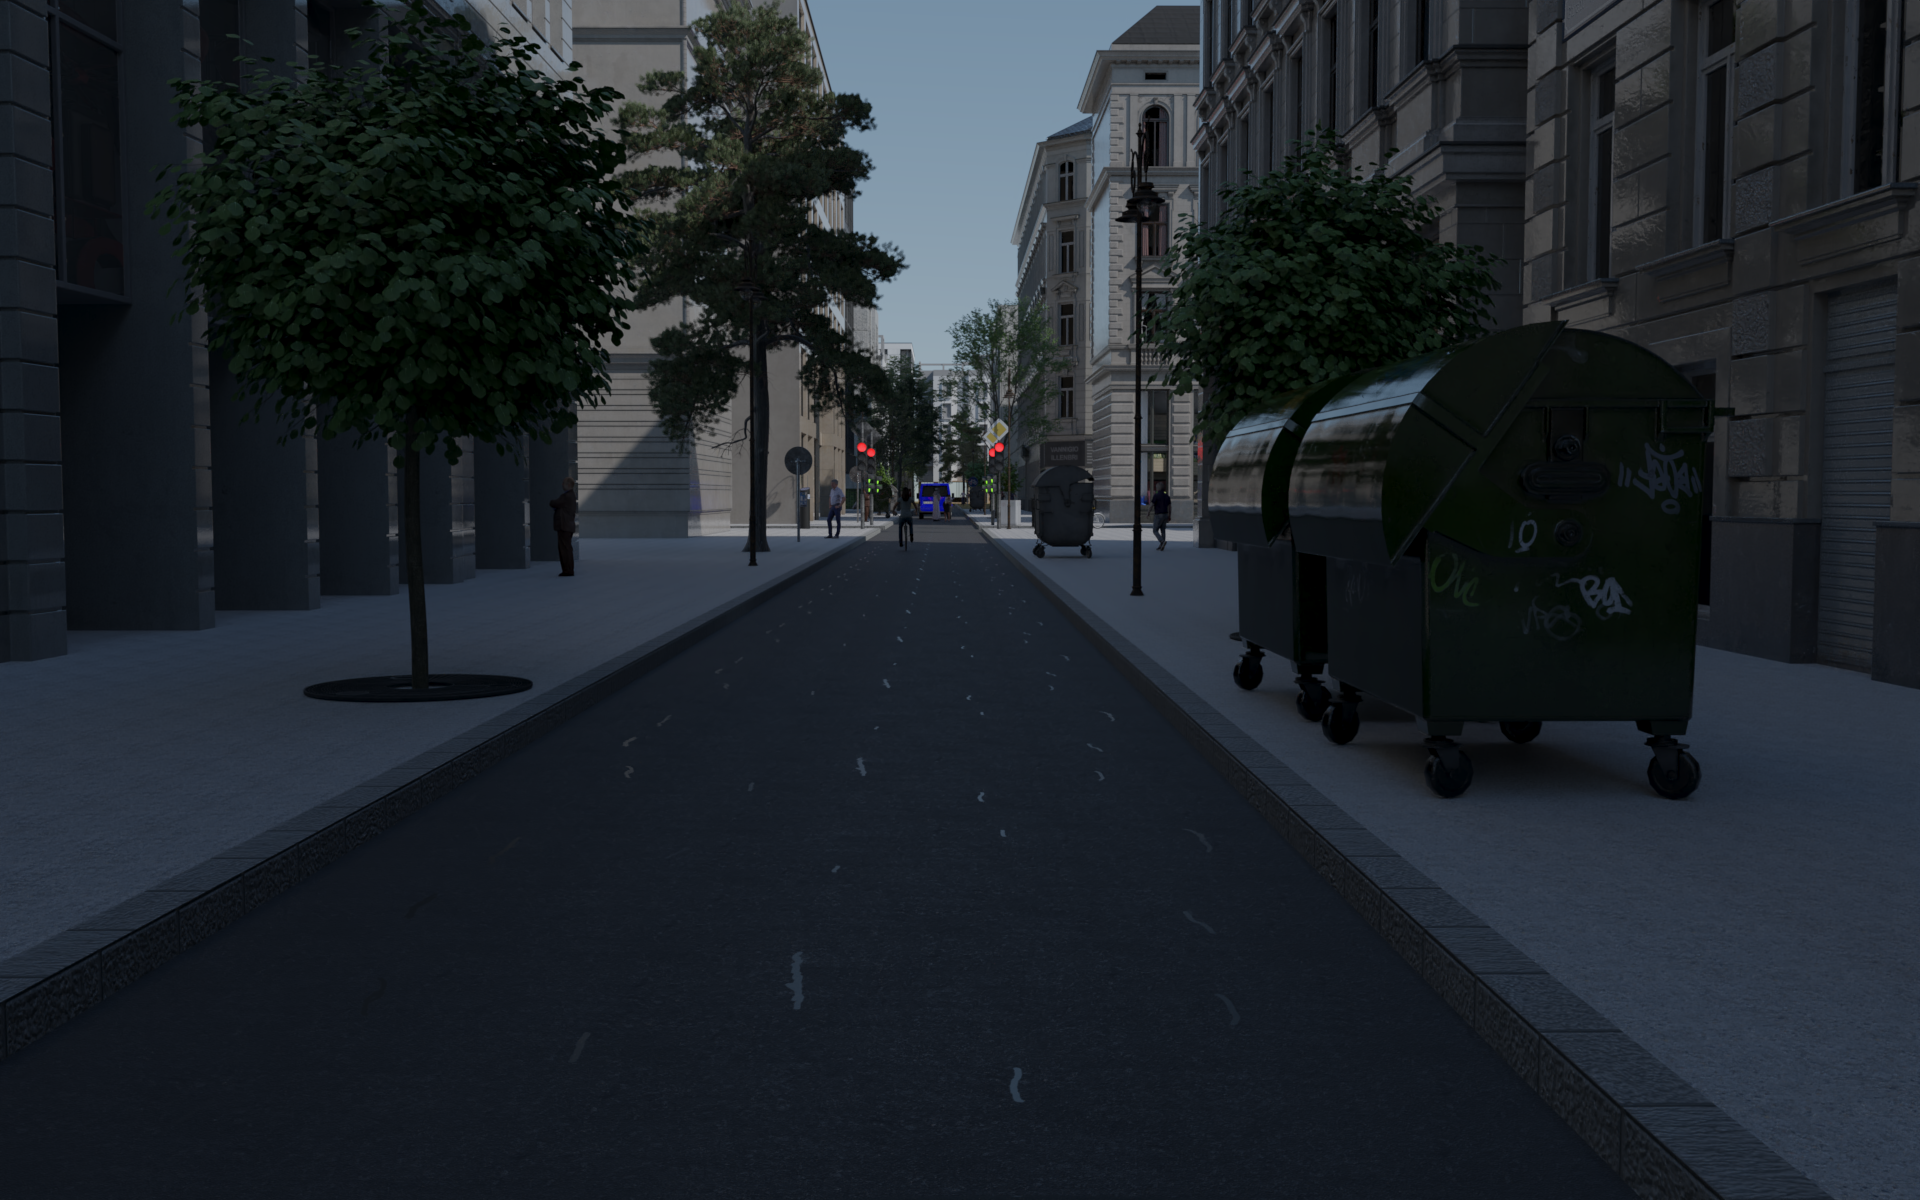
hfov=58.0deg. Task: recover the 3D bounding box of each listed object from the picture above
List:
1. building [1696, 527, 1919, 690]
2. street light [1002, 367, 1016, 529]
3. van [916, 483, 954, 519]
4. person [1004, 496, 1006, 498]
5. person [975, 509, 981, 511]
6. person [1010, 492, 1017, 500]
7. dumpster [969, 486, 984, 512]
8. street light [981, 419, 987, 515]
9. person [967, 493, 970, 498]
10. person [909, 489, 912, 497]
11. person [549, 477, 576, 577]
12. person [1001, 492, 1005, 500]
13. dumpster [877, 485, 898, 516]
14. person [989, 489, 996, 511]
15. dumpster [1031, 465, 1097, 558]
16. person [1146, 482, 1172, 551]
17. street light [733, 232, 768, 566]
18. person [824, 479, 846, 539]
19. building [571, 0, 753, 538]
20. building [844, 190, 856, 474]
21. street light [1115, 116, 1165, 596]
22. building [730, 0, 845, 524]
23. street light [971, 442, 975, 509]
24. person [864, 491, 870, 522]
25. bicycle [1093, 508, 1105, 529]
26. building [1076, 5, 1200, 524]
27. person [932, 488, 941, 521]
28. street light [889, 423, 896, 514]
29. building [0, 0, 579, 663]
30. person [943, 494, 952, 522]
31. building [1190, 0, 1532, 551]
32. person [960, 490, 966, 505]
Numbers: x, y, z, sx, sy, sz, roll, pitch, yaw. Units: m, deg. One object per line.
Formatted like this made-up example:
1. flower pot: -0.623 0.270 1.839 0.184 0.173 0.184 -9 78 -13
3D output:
1. building: 11.961 -12.807 6.662 12.463 27.353 25.104 0 4 -1
2. street light: 1.783 -5.517 62.984 0.468 5.910 1.993 0 4 -1
3. van: -1.434 -5.865 100.282 2.240 2.365 5.245 0 4 -1
4. person: 3.684 -9.011 153.370 0.705 1.824 1.348 2 4 25
5. person: 1.401 -7.434 130.123 0.613 1.512 0.480 2 4 25
6. person: 4.587 -8.672 148.284 0.568 1.767 0.683 2 4 30
7. dumpster: 1.250 -7.208 123.609 1.264 1.857 1.865 0 4 0
8. street light: 1.517 -8.107 105.340 0.468 5.910 1.993 0 4 -1
9. person: 1.095 -10.775 185.445 0.697 1.427 0.421 0 4 7
10. person: -5.049 -10.249 173.571 0.705 1.831 1.348 1 4 9
11. person: -6.174 -1.141 26.967 0.388 1.546 0.482 0 4 0
12. person: 3.219 -7.429 128.983 0.415 1.643 0.593 -3 5 -40
13. dumpster: -4.321 -5.934 102.772 1.264 1.857 1.865 0 4 -1
14. person: 2.444 -7.421 127.828 0.568 1.767 0.683 1 4 18
15. dumpster: 2.112 -1.802 35.214 1.264 1.857 1.865 0 4 -1
16. person: 4.497 -1.889 39.137 0.569 1.553 0.471 0 4 6
17. street light: -3.700 -3.547 30.787 0.468 5.910 1.993 0 4 -1
18. person: -3.623 -2.624 49.890 0.436 1.711 0.756 -2 4 -30
19. building: -17.671 -13.349 54.411 21.152 22.565 11.583 0 4 -1
20. building: -14.886 -19.937 119.480 14.314 27.812 24.014 0 4 -1
21. street light: 2.238 -2.993 21.727 0.468 5.910 1.993 0 4 -1
22. building: -16.602 -17.479 90.304 19.350 26.468 34.151 0 4 -1
23. street light: 1.112 -10.604 146.165 0.468 5.910 1.993 0 4 -1
24. person: -4.266 -4.360 79.603 0.388 1.546 0.482 2 4 30
25. bicycle: 4.701 -3.104 63.977 1.543 0.972 0.635 -1 4 -19
26. building: 15.704 -15.332 79.564 19.941 23.489 11.050 0 4 -1
27. person: -1.212 -5.026 91.350 0.621 1.740 0.551 -2 4 -33
28. street light: -4.381 -8.578 113.037 0.468 5.910 1.993 0 4 -1
29. building: -12.709 -14.728 18.297 11.434 29.767 29.804 0 4 -1
30. person: -0.639 -4.753 89.397 0.799 1.438 0.628 3 5 44
31. building: 10.093 -11.570 40.072 10.553 20.767 40.483 0 4 -1
32. person: 0.406 -11.551 195.845 0.756 1.711 0.436 -1 4 -15
